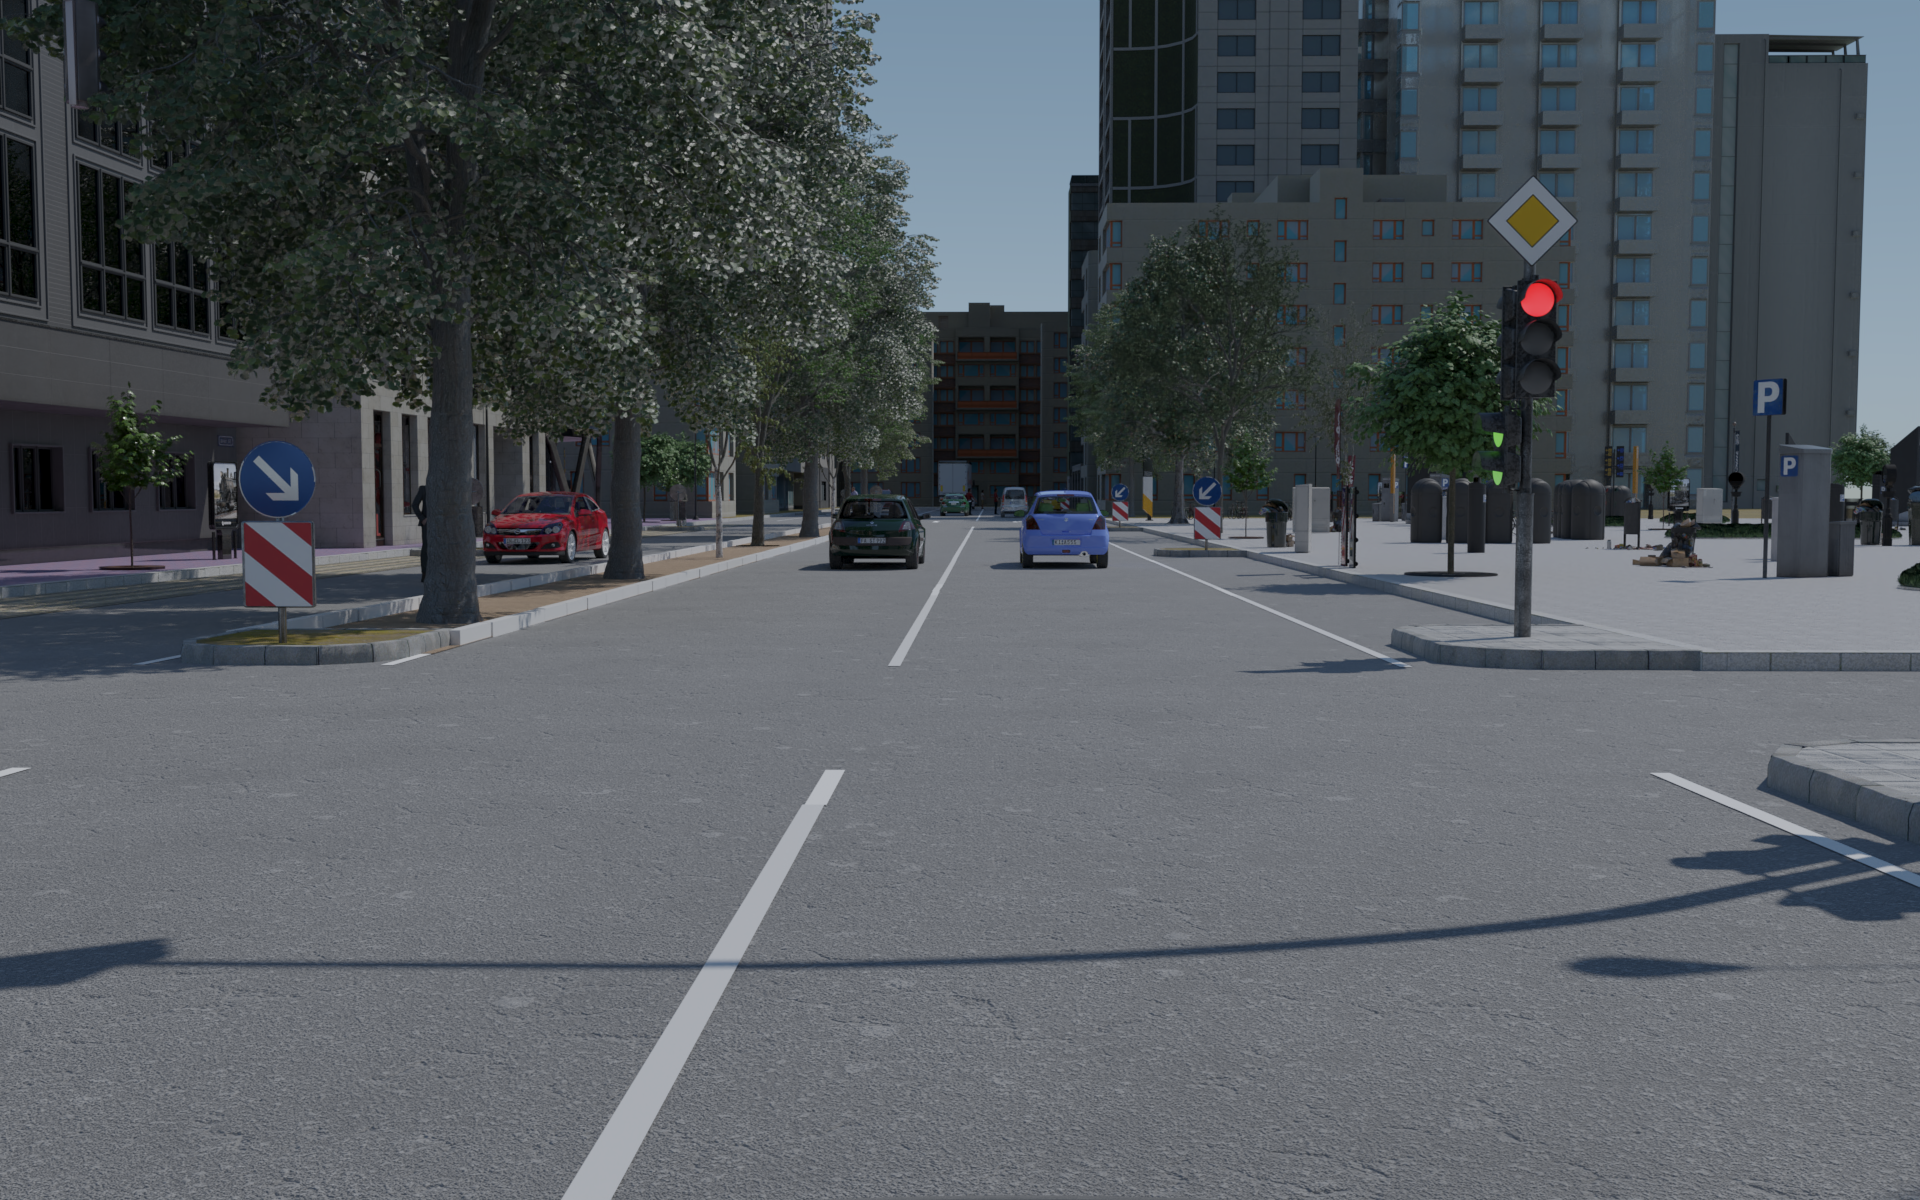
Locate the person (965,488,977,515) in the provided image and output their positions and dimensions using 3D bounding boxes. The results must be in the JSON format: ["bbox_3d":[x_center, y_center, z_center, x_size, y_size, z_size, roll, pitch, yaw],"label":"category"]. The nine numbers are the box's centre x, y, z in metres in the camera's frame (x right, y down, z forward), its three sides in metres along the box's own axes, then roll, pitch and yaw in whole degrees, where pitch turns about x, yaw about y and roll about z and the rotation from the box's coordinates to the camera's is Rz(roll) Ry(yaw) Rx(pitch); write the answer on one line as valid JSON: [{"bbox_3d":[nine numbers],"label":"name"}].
[{"bbox_3d":[0.648,-6.608,116.475,0.705,1.831,1.348,-3,4,-36],"label":"person"}]

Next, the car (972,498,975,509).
[{"bbox_3d":[0.481,-9.293,164.294,2.083,1.381,4.827,0,4,1],"label":"car"}]

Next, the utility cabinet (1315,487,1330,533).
[{"bbox_3d":[11.486,-2.934,56.653,1.173,1.500,0.318,0,4,4],"label":"utility cabinet"}]

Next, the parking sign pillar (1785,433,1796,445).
[{"bbox_3d":[36.914,-5.386,76.526,1.447,3.967,1.447,-3,5,-41],"label":"parking sign pillar"}]

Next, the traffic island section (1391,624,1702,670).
[{"bbox_3d":[5.076,0.411,15.569,2.009,0.180,2.903,0,4,1],"label":"traffic island section"}]

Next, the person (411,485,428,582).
[{"bbox_3d":[-8.576,-1.250,28.299,0.474,1.900,0.648,2,4,32],"label":"person"}]

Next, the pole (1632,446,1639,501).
[{"bbox_3d":[28.748,-4.887,73.743,0.158,3.312,0.155,0,3,0],"label":"pole"}]

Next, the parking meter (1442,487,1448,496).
[{"bbox_3d":[15.277,-2.809,54.336,0.372,1.533,0.369,0,3,0],"label":"parking meter"}]

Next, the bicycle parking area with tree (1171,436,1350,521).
[{"bbox_3d":[15.137,-6.091,86.597,8.231,4.147,9.016,3,5,39],"label":"bicycle parking area with tree"}]

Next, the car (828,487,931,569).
[{"bbox_3d":[-1.607,-1.509,34.451,2.009,1.686,4.222,0,4,1],"label":"car"}]

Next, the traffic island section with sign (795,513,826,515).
[{"bbox_3d":[-10.147,-6.686,117.944,1.989,1.847,2.006,0,4,1],"label":"traffic island section with sign"}]

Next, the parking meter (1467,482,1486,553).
[{"bbox_3d":[11.283,-1.799,37.823,0.372,1.533,0.369,0,3,0],"label":"parking meter"}]

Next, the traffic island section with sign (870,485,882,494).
[{"bbox_3d":[-4.430,-5.041,90.556,2.006,1.907,1.989,0,4,1],"label":"traffic island section with sign"}]

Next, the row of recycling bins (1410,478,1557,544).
[{"bbox_3d":[13.614,-2.335,45.296,3.534,1.692,1.069,1,4,12],"label":"row of recycling bins"}]

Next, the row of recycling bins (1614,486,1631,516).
[{"bbox_3d":[32.337,-4.835,86.168,1.069,1.692,3.534,0,4,-3],"label":"row of recycling bins"}]

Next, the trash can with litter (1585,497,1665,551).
[{"bbox_3d":[15.641,-1.763,39.887,1.678,1.210,2.233,-1,4,-16],"label":"trash can with litter"}]

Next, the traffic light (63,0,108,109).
[{"bbox_3d":[-10.229,-2.513,15.756,4.771,5.953,1.251,0,4,1],"label":"traffic light"}]

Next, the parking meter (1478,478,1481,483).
[{"bbox_3d":[18.483,-3.456,62.212,0.399,1.863,0.255,2,4,32],"label":"parking meter"}]

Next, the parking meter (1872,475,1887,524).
[{"bbox_3d":[27.615,-2.833,52.038,0.399,1.863,0.255,-2,4,-25],"label":"parking meter"}]

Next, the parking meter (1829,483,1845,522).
[{"bbox_3d":[20.637,-1.983,40.838,0.372,1.533,0.369,0,3,0],"label":"parking meter"}]

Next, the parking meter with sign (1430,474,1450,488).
[{"bbox_3d":[18.048,-4.213,65.138,0.543,3.016,1.738,-1,4,-22],"label":"parking meter with sign"}]

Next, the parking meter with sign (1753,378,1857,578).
[{"bbox_3d":[13.043,-1.861,26.684,1.738,3.016,0.543,-2,4,-24],"label":"parking meter with sign"}]

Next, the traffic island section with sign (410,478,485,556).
[{"bbox_3d":[-11.573,-1.949,40.488,1.989,1.847,2.006,0,4,1],"label":"traffic island section with sign"}]

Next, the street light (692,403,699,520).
[{"bbox_3d":[-12.543,-6.914,85.578,1.470,5.913,1.316,0,4,1],"label":"street light"}]

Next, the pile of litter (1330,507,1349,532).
[{"bbox_3d":[12.582,-2.721,58.449,1.719,0.858,1.176,-1,4,-15],"label":"pile of litter"}]

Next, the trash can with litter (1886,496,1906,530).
[{"bbox_3d":[32.619,-3.086,61.517,2.233,1.210,1.678,0,4,2],"label":"trash can with litter"}]

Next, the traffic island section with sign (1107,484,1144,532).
[{"bbox_3d":[6.040,-3.577,67.114,1.989,1.847,2.006,0,4,1],"label":"traffic island section with sign"}]

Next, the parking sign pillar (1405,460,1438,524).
[{"bbox_3d":[19.965,-5.269,74.613,1.447,3.967,1.447,3,4,38],"label":"parking sign pillar"}]

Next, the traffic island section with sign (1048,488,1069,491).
[{"bbox_3d":[6.958,-6.647,117.306,1.989,1.847,2.006,0,4,1],"label":"traffic island section with sign"}]

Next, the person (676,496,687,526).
[{"bbox_3d":[-11.553,-3.829,71.653,0.519,1.759,0.362,1,4,17],"label":"person"}]

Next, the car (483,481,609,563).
[{"bbox_3d":[-8.849,-1.722,37.196,2.155,1.783,4.494,0,4,3],"label":"car"}]

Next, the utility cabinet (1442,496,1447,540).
[{"bbox_3d":[13.833,-2.304,48.835,1.020,1.237,0.306,-1,4,-21],"label":"utility cabinet"}]

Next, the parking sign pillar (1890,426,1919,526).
[{"bbox_3d":[37.848,-4.939,69.230,1.447,3.967,1.447,-1,4,-18],"label":"parking sign pillar"}]

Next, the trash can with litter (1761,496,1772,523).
[{"bbox_3d":[30.337,-3.337,65.621,1.678,1.210,2.233,-2,4,-26],"label":"trash can with litter"}]

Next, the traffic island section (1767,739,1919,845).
[{"bbox_3d":[4.929,0.899,7.585,2.009,0.180,2.903,0,4,1],"label":"traffic island section"}]

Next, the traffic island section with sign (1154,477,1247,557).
[{"bbox_3d":[5.529,-1.929,40.163,1.989,1.847,2.006,0,4,1],"label":"traffic island section with sign"}]

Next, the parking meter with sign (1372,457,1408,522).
[{"bbox_3d":[20.025,-5.159,80.605,0.543,3.016,1.738,-3,5,-43],"label":"parking meter with sign"}]

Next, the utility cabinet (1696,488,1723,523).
[{"bbox_3d":[28.386,-3.480,65.577,1.173,1.500,0.318,-2,4,-32],"label":"utility cabinet"}]

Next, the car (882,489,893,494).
[{"bbox_3d":[-6.116,-7.721,134.915,2.281,1.827,5.304,0,4,2],"label":"car"}]

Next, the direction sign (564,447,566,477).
[{"bbox_3d":[-19.232,-5.649,84.360,0.379,3.537,0.876,-1,4,-9],"label":"direction sign"}]

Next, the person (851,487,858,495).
[{"bbox_3d":[-6.285,-5.663,100.956,0.599,1.838,0.709,-3,5,-41],"label":"person"}]

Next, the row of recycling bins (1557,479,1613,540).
[{"bbox_3d":[17.751,-2.613,49.829,1.069,1.692,3.534,1,4,9],"label":"row of recycling bins"}]

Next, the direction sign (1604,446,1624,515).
[{"bbox_3d":[30.849,-5.488,81.725,0.876,3.537,0.379,2,4,34],"label":"direction sign"}]

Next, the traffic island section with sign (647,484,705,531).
[{"bbox_3d":[-11.071,-3.618,67.790,1.989,1.847,2.006,0,4,1],"label":"traffic island section with sign"}]

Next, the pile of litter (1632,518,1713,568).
[{"bbox_3d":[12.662,-1.028,30.780,1.176,0.858,1.719,0,4,3],"label":"pile of litter"}]

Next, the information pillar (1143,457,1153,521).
[{"bbox_3d":[9.023,-5.613,83.119,0.504,3.616,0.183,-1,4,-20],"label":"information pillar"}]

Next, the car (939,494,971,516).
[{"bbox_3d":[-0.334,-6.180,112.842,2.131,1.459,4.920,0,4,2],"label":"car"}]

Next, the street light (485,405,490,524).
[{"bbox_3d":[-13.282,-4.774,50.592,1.470,5.913,1.316,0,4,1],"label":"street light"}]

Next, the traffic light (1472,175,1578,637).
[{"bbox_3d":[5.037,-1.623,15.456,0.839,4.253,0.868,0,4,1],"label":"traffic light"}]

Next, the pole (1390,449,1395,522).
[{"bbox_3d":[19.733,-5.206,78.960,0.158,3.312,0.155,0,3,0],"label":"pole"}]

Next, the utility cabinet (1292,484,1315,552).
[{"bbox_3d":[7.557,-1.803,38.166,0.318,1.500,1.173,1,4,14],"label":"utility cabinet"}]

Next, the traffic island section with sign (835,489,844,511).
[{"bbox_3d":[-9.648,-8.348,145.118,1.989,1.847,2.006,0,4,1],"label":"traffic island section with sign"}]

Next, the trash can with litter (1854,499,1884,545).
[{"bbox_3d":[22.929,-1.971,43.617,0.624,1.170,1.055,3,4,36],"label":"trash can with litter"}]

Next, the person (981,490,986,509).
[{"bbox_3d":[2.168,-9.453,163.061,0.705,1.824,1.348,-1,4,-17],"label":"person"}]

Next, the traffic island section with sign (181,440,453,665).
[{"bbox_3d":[-5.810,-0.446,15.430,2.006,1.907,1.989,0,4,1],"label":"traffic island section with sign"}]

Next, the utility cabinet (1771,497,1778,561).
[{"bbox_3d":[15.996,-1.350,33.236,1.020,1.237,0.306,-2,4,-33],"label":"utility cabinet"}]

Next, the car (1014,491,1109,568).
[{"bbox_3d":[2.051,-1.540,34.771,1.945,1.707,3.694,0,4,1],"label":"car"}]

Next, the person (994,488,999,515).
[{"bbox_3d":[2.557,-6.914,121.485,0.705,1.831,1.348,0,4,-2],"label":"person"}]

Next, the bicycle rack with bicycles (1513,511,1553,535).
[{"bbox_3d":[18.109,-2.496,54.200,2.925,0.926,2.852,3,5,42],"label":"bicycle rack with bicycles"}]

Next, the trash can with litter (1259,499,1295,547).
[{"bbox_3d":[7.679,-1.859,41.778,0.624,1.170,1.055,2,4,32],"label":"trash can with litter"}]
